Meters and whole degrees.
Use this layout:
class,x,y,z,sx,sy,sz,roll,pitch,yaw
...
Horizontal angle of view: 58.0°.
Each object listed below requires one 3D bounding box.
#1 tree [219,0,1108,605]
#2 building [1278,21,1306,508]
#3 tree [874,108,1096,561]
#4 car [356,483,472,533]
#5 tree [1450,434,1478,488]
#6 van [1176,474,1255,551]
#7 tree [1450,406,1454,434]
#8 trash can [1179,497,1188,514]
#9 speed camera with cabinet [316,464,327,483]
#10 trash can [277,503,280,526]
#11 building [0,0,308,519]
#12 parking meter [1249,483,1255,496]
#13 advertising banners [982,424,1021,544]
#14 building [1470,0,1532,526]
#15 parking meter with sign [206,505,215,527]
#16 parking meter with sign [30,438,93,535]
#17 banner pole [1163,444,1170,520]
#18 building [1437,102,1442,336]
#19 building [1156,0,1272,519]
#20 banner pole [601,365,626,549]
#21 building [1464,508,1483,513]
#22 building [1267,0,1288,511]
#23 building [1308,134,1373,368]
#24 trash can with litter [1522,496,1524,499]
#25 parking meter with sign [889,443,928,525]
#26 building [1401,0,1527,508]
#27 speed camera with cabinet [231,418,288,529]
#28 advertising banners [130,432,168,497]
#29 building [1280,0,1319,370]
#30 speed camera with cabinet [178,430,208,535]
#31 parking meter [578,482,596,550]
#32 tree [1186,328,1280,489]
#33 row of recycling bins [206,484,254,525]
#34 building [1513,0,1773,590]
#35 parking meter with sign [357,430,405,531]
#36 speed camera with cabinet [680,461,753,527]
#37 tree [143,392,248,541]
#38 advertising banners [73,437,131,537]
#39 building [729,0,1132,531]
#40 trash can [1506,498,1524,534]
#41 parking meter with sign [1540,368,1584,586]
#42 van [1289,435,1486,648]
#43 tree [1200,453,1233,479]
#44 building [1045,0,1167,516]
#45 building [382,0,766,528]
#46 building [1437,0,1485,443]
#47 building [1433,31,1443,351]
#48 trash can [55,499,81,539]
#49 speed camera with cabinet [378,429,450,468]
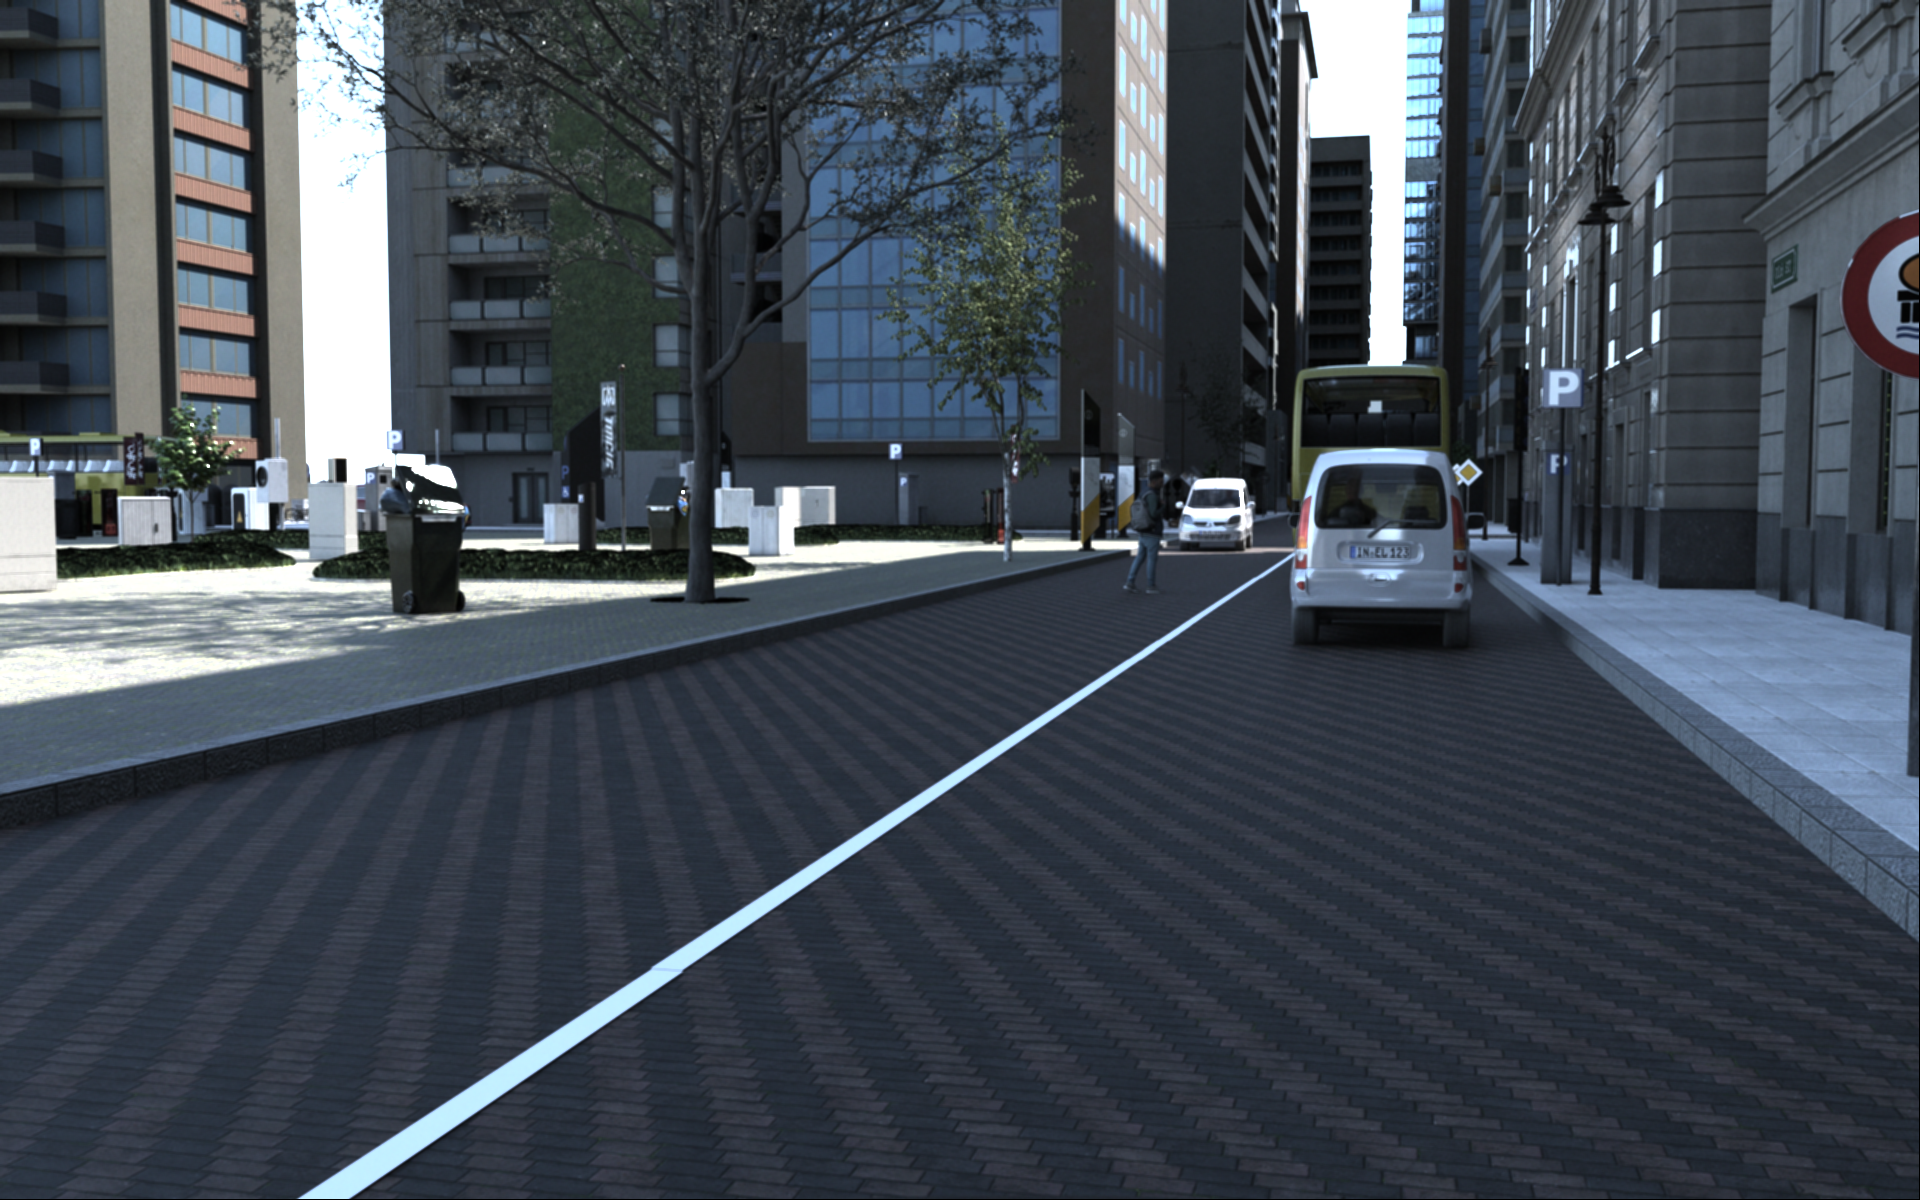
class,x,y,z,sx,sy,sz,roll,pitch,yaw
tree,-2.953,-6.722,20.276,12.009,13.543,11.850,0,3,0
building,26.325,-31.785,169.802,14.600,45.320,14.200,1,4,14
tree,0.746,-5.036,32.699,4.737,8.622,4.395,0,3,0
car,-19.365,-3.120,59.687,5.304,1.827,2.281,1,4,15
tree,26.162,-6.667,92.716,4.285,4.588,4.351,0,3,0
van,6.658,-2.315,44.855,2.013,2.044,4.112,1,4,13
tree,33.110,-10.630,124.163,4.737,8.622,4.395,0,3,0
trash can,11.144,-4.508,85.363,0.748,1.137,0.748,0,3,0
speed camera with cabinet,-41.155,-7.300,113.693,2.038,3.252,0.660,-3,5,-43
trash can,-27.885,-3.584,70.245,0.748,1.137,0.748,0,3,0
building,-48.517,-26.302,84.665,28.867,44.769,22.147,1,4,14
parking meter,15.395,-5.235,91.297,0.255,1.863,0.399,2,4,26
advertising banners,1.056,-2.937,44.213,0.090,3.025,2.074,-2,4,-26
building,33.928,-23.164,70.610,23.993,40.220,32.217,1,4,14
parking meter with sign,-29.764,-4.326,66.986,1.738,3.016,0.543,0,4,2
parking meter with sign,-28.330,-3.572,54.668,0.543,3.016,1.738,2,4,28
banner pole,10.278,-5.872,86.024,0.401,3.779,0.863,0,4,0
building,62.083,-34.459,183.014,23.786,49.044,30.456,1,4,14
building,6.534,-29.150,100.304,21.300,48.544,21.600,1,4,14
banner pole,-6.718,-2.673,33.718,0.863,3.779,0.401,3,4,39
building,44.263,-48.711,109.088,22.319,86.520,31.000,1,4,14
building,17.255,-51.062,147.535,22.319,86.520,31.000,1,4,14
building,42.321,-36.777,225.002,21.600,48.544,21.300,1,4,14
trash can with litter,29.944,-4.921,91.518,2.233,1.210,1.678,-1,4,-21
parking meter with sign,-1.755,-3.925,60.432,0.543,3.016,1.738,2,4,32
building,67.880,-55.351,217.655,31.000,86.520,22.319,1,4,14
speed camera with cabinet,-18.379,-3.123,45.402,2.038,3.252,0.660,3,5,41
advertising banners,-23.394,-3.303,50.186,0.090,3.025,2.074,0,4,-1
building,25.142,-36.923,192.922,27.495,52.752,28.713,1,4,14
speed camera with cabinet,-23.779,-3.629,53.666,0.660,3.252,2.038,-2,4,-32
parking meter,-8.056,-1.775,37.432,0.372,1.533,0.369,0,3,0
tree,11.752,-7.710,76.415,4.360,8.622,3.978,0,3,0
row of recycling bins,-30.302,-3.926,71.300,3.534,1.692,1.069,0,4,4
building,17.812,-14.420,33.032,12.463,27.353,25.104,1,4,14
parking meter with sign,-15.622,-3.069,46.444,0.543,3.016,1.738,1,4,18
speed camera with cabinet,-6.951,-3.374,49.494,2.038,3.252,0.660,-2,4,-31
tree,-14.772,-2.351,33.047,1.663,3.219,1.824,0,3,0
advertising banners,-25.795,-3.440,52.427,0.090,3.025,2.074,3,4,38
building,0.258,-25.494,66.936,14.600,45.320,14.200,1,4,14
trash can,18.155,-2.735,56.365,0.748,1.137,0.748,0,3,0
parking meter with sign,8.616,-1.752,24.903,0.543,3.016,1.738,1,4,17
van,4.331,-0.652,17.677,2.013,2.044,4.112,1,4,15
tree,11.814,-5.282,80.969,1.663,3.219,1.824,0,3,0
building,14.913,-29.043,124.971,14.600,45.320,14.200,1,4,14
building,-15.257,-23.701,71.106,14.086,41.232,14.154,1,4,14
building,44.632,-29.630,134.555,14.600,45.320,14.200,1,4,14
building,53.949,-30.583,154.651,22.147,44.769,28.867,1,4,14
trash can,-25.405,-2.300,49.262,0.748,1.137,0.748,0,3,0
speed camera with cabinet,-16.691,-3.585,52.959,2.038,3.252,0.660,0,4,3
